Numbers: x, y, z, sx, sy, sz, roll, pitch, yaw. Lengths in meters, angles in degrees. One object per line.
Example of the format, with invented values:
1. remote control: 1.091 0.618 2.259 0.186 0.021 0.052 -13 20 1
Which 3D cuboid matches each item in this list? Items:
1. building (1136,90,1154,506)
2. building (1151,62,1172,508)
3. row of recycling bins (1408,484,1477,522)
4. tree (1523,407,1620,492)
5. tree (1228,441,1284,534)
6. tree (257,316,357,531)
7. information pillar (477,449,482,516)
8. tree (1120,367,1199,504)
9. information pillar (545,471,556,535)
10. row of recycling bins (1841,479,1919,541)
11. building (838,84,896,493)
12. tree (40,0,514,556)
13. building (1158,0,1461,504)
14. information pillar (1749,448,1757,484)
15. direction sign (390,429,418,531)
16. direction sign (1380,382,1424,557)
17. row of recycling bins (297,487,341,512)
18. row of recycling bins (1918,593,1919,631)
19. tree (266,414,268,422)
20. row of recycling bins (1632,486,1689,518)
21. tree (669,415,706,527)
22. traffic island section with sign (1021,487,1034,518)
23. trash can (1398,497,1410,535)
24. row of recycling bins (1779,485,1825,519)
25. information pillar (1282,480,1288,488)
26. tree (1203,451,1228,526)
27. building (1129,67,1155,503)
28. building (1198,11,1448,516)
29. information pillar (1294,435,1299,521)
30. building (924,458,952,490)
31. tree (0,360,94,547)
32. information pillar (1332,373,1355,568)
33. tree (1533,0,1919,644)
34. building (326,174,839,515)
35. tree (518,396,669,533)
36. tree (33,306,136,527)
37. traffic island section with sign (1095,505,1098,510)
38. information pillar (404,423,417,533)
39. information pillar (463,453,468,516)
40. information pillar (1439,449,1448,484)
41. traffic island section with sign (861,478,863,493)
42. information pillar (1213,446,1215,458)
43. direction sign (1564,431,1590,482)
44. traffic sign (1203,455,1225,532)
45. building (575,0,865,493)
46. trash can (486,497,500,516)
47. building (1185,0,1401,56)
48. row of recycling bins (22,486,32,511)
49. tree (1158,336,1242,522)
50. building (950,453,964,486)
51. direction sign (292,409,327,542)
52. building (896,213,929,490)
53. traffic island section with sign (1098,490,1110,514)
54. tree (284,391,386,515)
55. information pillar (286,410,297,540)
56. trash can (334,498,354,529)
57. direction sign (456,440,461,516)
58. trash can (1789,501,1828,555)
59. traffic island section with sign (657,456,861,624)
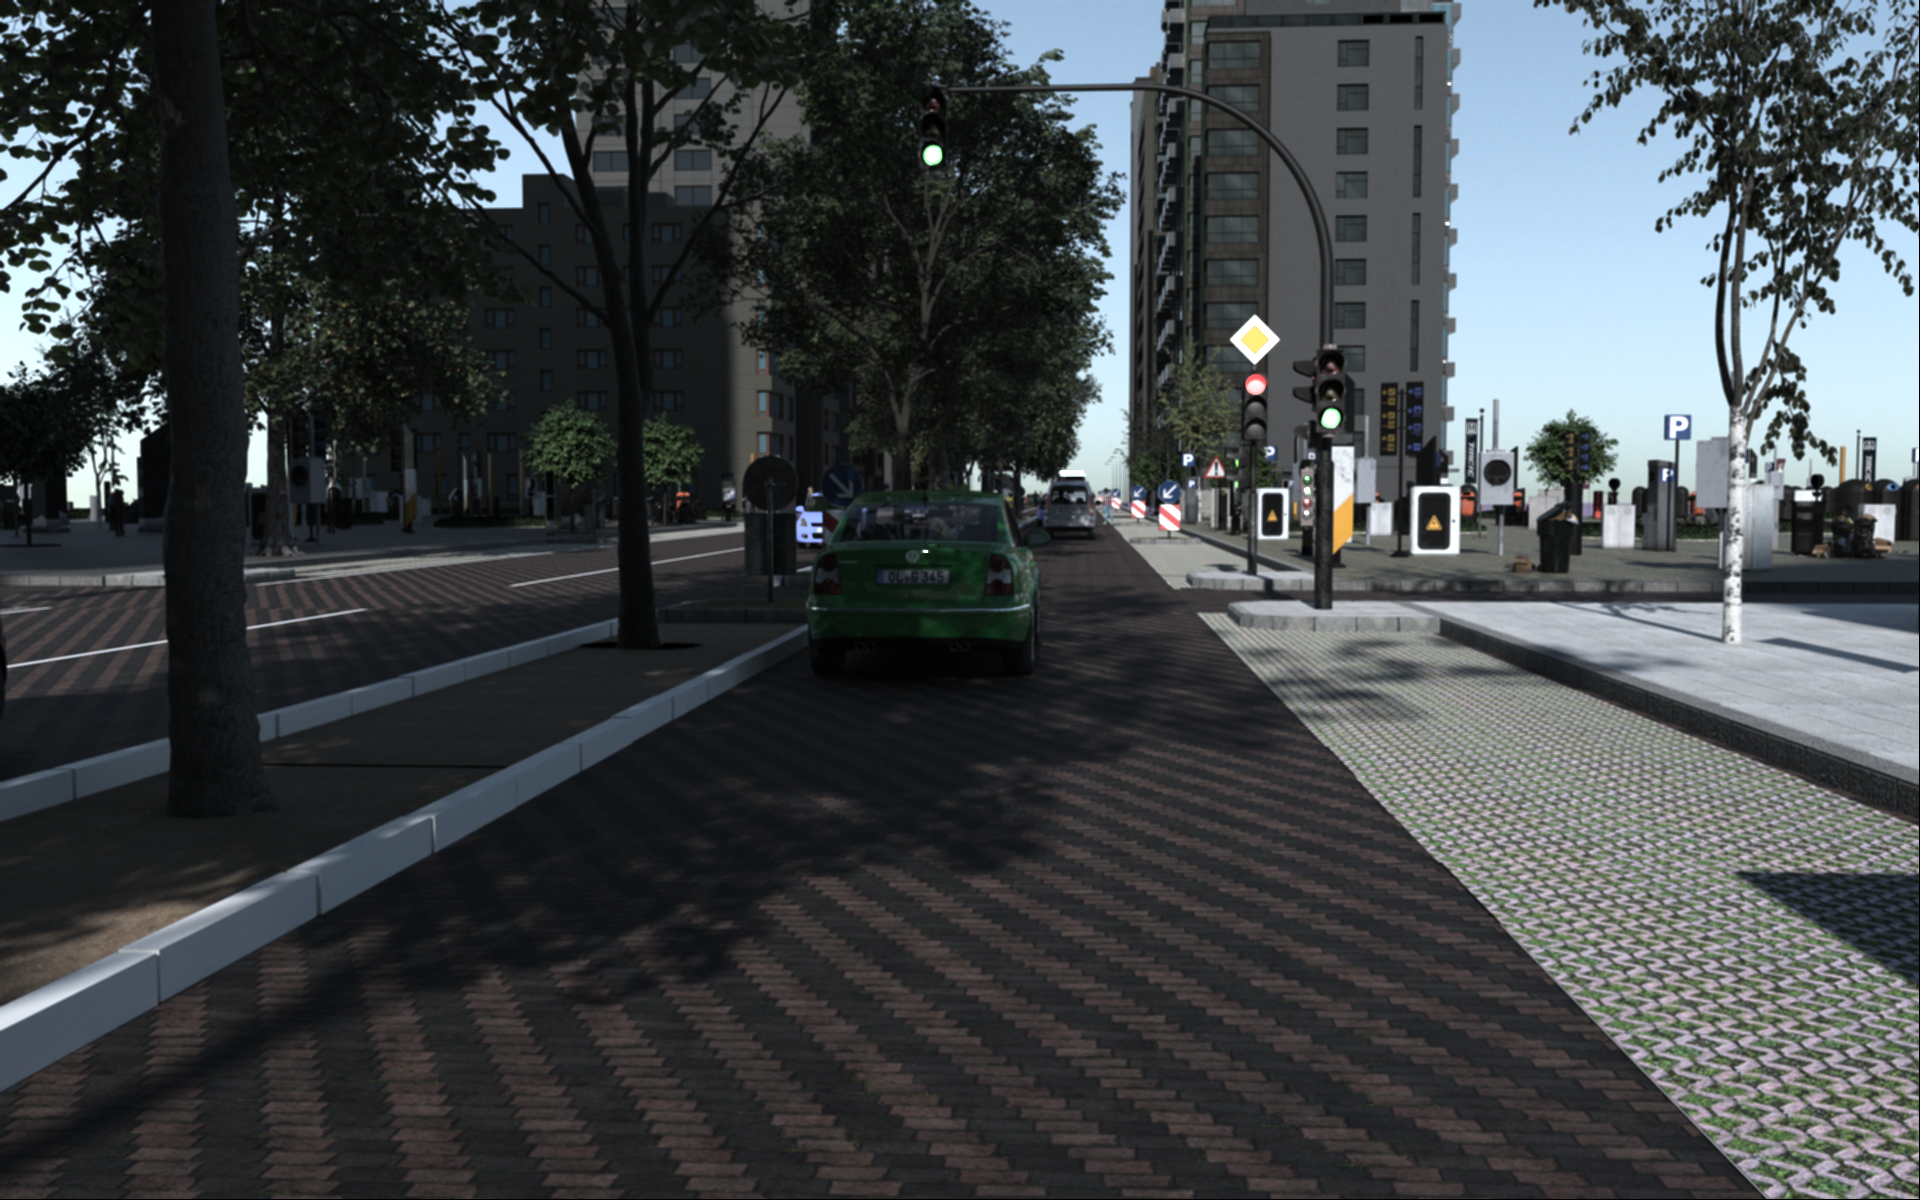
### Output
1. building: 31.196 -35.059 196.921 21.300 48.544 21.600 0 4 4
2. building: 25.591 -29.588 167.358 14.154 41.232 14.086 0 4 4
3. row of recycling bins: 20.192 -4.005 72.601 1.069 1.692 3.534 -2 4 -32
4. tree: 23.165 -5.026 65.893 4.285 4.588 4.351 0 3 0
5. tree: 9.734 -3.788 56.531 1.663 3.219 1.824 0 3 0
6. tree: -22.558 -6.695 59.829 4.737 8.622 4.395 0 3 0
7. information pillar: -25.068 -6.057 90.382 0.183 3.616 0.504 0 4 2
8. tree: 11.398 -8.992 97.376 4.360 8.622 3.978 0 3 0
9. information pillar: -12.805 -3.035 54.118 0.304 2.012 0.304 -1 4 -14
10. row of recycling bins: 25.770 -2.472 47.525 3.534 1.692 1.069 0 4 -6
11. building: -13.563 -29.214 161.244 14.154 41.232 14.086 0 4 4
12. tree: -14.158 -7.270 35.872 9.611 12.733 9.660 0 3 0
13. building: 28.163 -32.113 144.655 23.786 49.044 30.456 0 4 4
14. information pillar: 40.751 -5.975 89.049 0.504 3.616 0.183 -2 4 -27
15. direction sign: -19.234 -4.157 59.967 0.876 3.537 0.379 -1 4 -19
16. direction sign: 8.948 -2.640 35.157 0.876 3.537 0.379 2 4 34
17. row of recycling bins: -36.689 -5.591 98.522 3.534 1.692 1.069 2 4 24
18. row of recycling bins: 10.080 -0.586 16.696 1.069 1.692 3.534 3 5 43
19. tree: -36.102 -8.811 94.415 4.360 8.622 3.978 0 3 0
20. row of recycling bins: 37.806 -5.289 93.595 1.069 1.692 3.534 -2 4 -27
21. tree: -11.695 -5.185 68.482 4.285 4.588 4.351 0 3 0
22. traffic island section with sign: 3.490 -5.764 102.373 2.006 1.907 1.989 0 4 4
23. trash can: 14.107 -2.615 54.412 0.748 1.137 0.748 0 3 0
24. row of recycling bins: 45.390 -5.166 91.573 3.534 1.692 1.069 -1 4 -11
25. information pillar: 16.563 -5.122 88.243 0.304 2.012 0.304 0 4 1
26. tree: 10.574 -4.650 70.626 1.663 3.219 1.824 0 3 0
27. building: 34.615 -43.024 245.445 21.231 58.520 28.212 0 4 4
28. building: 21.939 -20.590 108.346 14.160 30.474 14.107 0 4 4
29. information pillar: 12.089 -4.338 62.284 0.183 3.616 0.504 1 4 18
30. building: -15.972 -23.817 234.448 27.650 21.520 28.899 0 4 4
31. tree: -22.979 -3.604 42.638 4.285 4.588 4.351 0 3 0
32. information pillar: 6.605 -2.368 30.080 0.504 3.616 0.183 -1 4 -20
33. tree: 6.871 -3.927 14.569 4.360 8.622 3.978 0 3 0
34. building: -24.075 -16.766 119.167 27.650 21.520 28.899 0 4 4
35. tree: -12.873 -4.522 57.656 4.285 4.588 4.351 0 3 0
36. tree: -33.607 -7.140 67.105 4.737 8.622 4.395 0 3 0
37. traffic island section with sign: 13.223 -8.893 154.032 1.989 1.847 2.006 0 4 4
38. information pillar: -18.069 -4.009 56.909 0.504 3.616 0.183 2 4 32
39. information pillar: -28.230 -6.578 98.909 0.183 3.616 0.504 -3 4 -37
40. information pillar: 24.804 -5.971 88.980 0.504 3.616 0.183 0 4 -1
41. traffic island section with sign: -1.776 -1.179 27.419 2.006 1.907 1.989 0 4 4
42. information pillar: 12.464 -5.739 85.184 0.183 3.616 0.504 0 4 3
43. direction sign: 22.012 -4.273 61.861 0.876 3.537 0.379 0 3 0
44. traffic sign: 8.597 -3.556 58.138 0.884 2.594 0.081 0 4 7
45. building: -18.676 -43.065 142.364 20.563 71.187 20.611 0 4 4
46. trash can: -23.856 -4.702 88.539 0.748 1.137 0.748 0 3 0
47. building: 22.795 -26.839 122.406 14.154 41.232 14.086 0 4 4
48. row of recycling bins: -48.774 -5.089 90.310 1.069 1.692 3.534 0 4 -1
49. tree: 11.167 -7.948 80.318 4.737 8.622 4.395 0 3 0
50. building: -6.857 -29.602 255.689 14.160 30.474 14.107 0 4 4
51. direction sign: -17.480 -3.338 46.579 0.876 3.537 0.379 -3 4 -36
52. building: -14.613 -33.603 204.039 22.147 44.769 28.867 0 4 4
53. traffic island section with sign: 11.285 -7.207 126.461 1.989 1.847 2.006 0 4 4
54. tree: -26.239 -7.594 74.532 4.360 8.622 3.978 0 3 0
55. information pillar: -18.769 -3.502 48.615 0.183 3.616 0.504 0 4 -4
56. trash can: -22.541 -3.161 63.329 0.748 1.137 0.748 0 3 0
57. direction sign: -21.162 -4.962 73.121 0.379 3.537 0.876 -2 4 -25
58. trash can: 17.812 -1.513 36.395 0.748 1.137 0.748 0 3 0
59. traffic island section with sign: -2.305 -0.727 20.030 2.006 1.907 1.989 0 4 4
